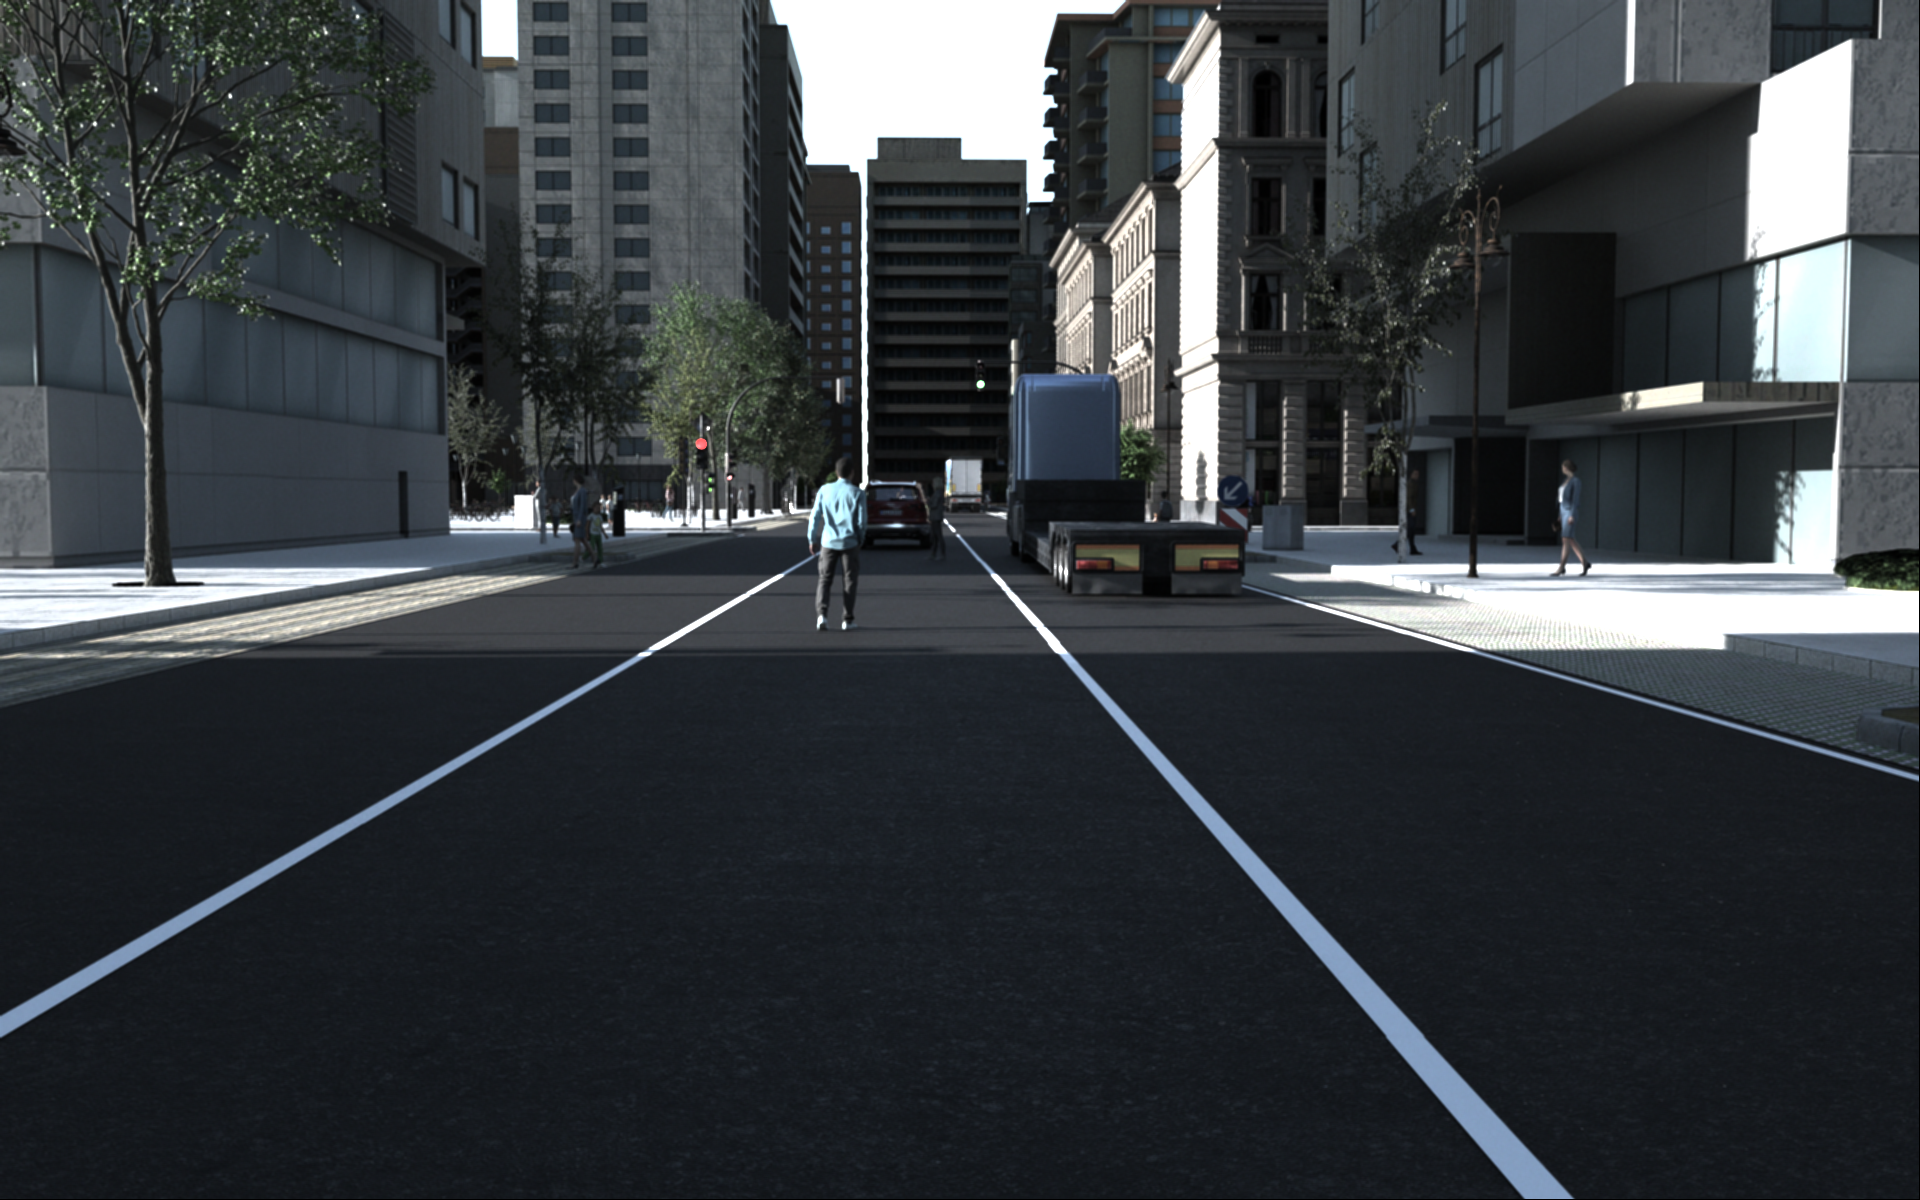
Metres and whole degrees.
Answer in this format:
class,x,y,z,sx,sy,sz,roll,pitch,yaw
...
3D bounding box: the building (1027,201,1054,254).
class,x,y,z,sx,sy,sz,roll,pitch,yaw
building,15.992,-33.700,234.586,14.086,41.232,14.154,0,4,-1

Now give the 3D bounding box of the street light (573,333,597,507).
class,x,y,z,sx,sy,sz,roll,pitch,yaw
street light,-10.747,-4.710,49.795,0.468,5.910,1.993,0,4,-1

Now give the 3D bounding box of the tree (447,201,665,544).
class,x,y,z,sx,sy,sz,roll,pitch,yaw
tree,-10.520,-5.752,44.413,4.360,8.622,3.978,0,3,0

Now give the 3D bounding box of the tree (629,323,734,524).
class,x,y,z,sx,sy,sz,roll,pitch,yaw
tree,-11.829,-7.563,74.010,4.737,8.622,4.395,0,3,0

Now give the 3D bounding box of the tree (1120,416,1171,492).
class,x,y,z,sx,sy,sz,roll,pitch,yaw
tree,7.237,-5.460,72.988,4.285,4.588,4.351,0,3,0

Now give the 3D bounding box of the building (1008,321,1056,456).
class,x,y,z,sx,sy,sz,roll,pitch,yaw
building,19.815,-20.982,188.091,27.650,21.520,28.899,0,4,-1

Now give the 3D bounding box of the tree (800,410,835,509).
class,x,y,z,sx,sy,sz,roll,pitch,yaw
tree,-12.769,-11.957,145.856,4.737,8.622,4.395,0,3,0

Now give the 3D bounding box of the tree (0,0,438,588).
class,x,y,z,sx,sy,sz,roll,pitch,yaw
tree,-11.334,-5.994,23.763,9.928,11.665,9.643,0,3,0

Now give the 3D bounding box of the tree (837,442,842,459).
class,x,y,z,sx,sy,sz,roll,pitch,yaw
tree,-14.872,-14.668,190.186,4.360,8.622,3.978,0,3,0

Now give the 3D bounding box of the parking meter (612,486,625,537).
class,x,y,z,sx,sy,sz,roll,pitch,yaw
parking meter,-10.320,-2.688,52.352,0.372,1.533,0.369,0,3,0

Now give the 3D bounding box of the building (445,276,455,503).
class,x,y,z,sx,sy,sz,roll,pitch,yaw
building,-71.495,-30.977,198.355,23.993,40.220,32.217,0,4,-1

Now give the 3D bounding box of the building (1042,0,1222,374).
class,x,y,z,sx,sy,sz,roll,pitch,yaw
building,18.955,-30.820,158.526,22.147,44.769,28.867,0,4,-1

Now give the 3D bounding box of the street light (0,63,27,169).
class,x,y,z,sx,sy,sz,roll,pitch,yaw
street light,-9.859,-2.719,17.245,0.468,5.910,1.993,0,4,-1

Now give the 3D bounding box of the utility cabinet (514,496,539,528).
class,x,y,z,sx,sy,sz,roll,pitch,yaw
utility cabinet,-16.576,-3.370,66.269,1.020,1.237,0.306,2,4,34

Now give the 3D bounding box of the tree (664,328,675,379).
class,x,y,z,sx,sy,sz,roll,pitch,yaw
tree,-11.306,-6.380,54.682,4.360,8.622,3.978,0,3,0

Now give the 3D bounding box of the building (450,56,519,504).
class,x,y,z,sx,sy,sz,roll,pitch,yaw
building,-70.611,-42.475,236.466,28.212,58.520,21.231,0,4,-1

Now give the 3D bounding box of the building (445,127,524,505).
class,x,y,z,sx,sy,sz,roll,pitch,yaw
building,-52.593,-34.065,207.077,14.200,45.320,14.600,0,4,-1

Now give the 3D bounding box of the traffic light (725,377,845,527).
class,x,y,z,sx,sy,sz,roll,pitch,yaw
traffic light,-6.844,-5.654,67.111,4.771,5.953,1.251,0,4,-1

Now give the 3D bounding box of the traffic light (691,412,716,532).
class,x,y,z,sx,sy,sz,roll,pitch,yaw
traffic light,-8.755,-4.289,59.046,0.839,4.253,0.868,0,4,-1

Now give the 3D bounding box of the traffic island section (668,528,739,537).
class,x,y,z,sx,sy,sz,roll,pitch,yaw
traffic island section,-8.795,-2.257,59.180,2.009,0.180,2.903,0,4,-1

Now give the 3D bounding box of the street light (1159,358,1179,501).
class,x,y,z,sx,sy,sz,roll,pitch,yaw
street light,7.091,-5.268,58.919,0.468,5.910,1.993,0,4,-1

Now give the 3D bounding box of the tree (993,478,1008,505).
class,x,y,z,sx,sy,sz,roll,pitch,yaw
tree,4.741,-12.827,204.328,1.663,3.219,1.824,0,3,0

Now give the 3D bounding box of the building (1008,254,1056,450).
class,x,y,z,sx,sy,sz,roll,pitch,yaw
building,12.788,-26.791,209.727,14.160,30.474,14.107,0,4,-1

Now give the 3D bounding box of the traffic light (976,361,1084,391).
class,x,y,z,sx,sy,sz,roll,pitch,yaw
traffic light,2.913,-5.169,59.181,4.771,5.953,1.251,0,4,-1

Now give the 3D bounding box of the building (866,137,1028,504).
class,x,y,z,sx,sy,sz,roll,pitch,yaw
building,-1.940,-37.580,238.136,21.600,48.544,21.300,0,4,-1

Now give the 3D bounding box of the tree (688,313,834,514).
class,x,y,z,sx,sy,sz,roll,pitch,yaw
tree,-12.348,-11.775,109.536,9.611,12.733,9.660,0,3,0

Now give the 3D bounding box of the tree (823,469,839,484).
class,x,y,z,sx,sy,sz,roll,pitch,yaw
tree,-15.655,-14.393,219.035,4.285,4.588,4.351,0,3,0

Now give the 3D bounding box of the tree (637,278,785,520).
class,x,y,z,sx,sy,sz,roll,pitch,yaw
tree,-12.095,-9.704,84.409,9.928,11.665,9.643,0,3,0

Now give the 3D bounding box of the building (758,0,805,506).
class,x,y,z,sx,sy,sz,roll,pitch,yaw
building,-26.963,-33.596,172.989,21.300,48.544,21.600,0,4,-1

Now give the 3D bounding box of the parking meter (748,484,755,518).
class,x,y,z,sx,sy,sz,roll,pitch,yaw
parking meter,-11.398,-5.449,94.810,0.399,1.863,0.255,0,4,-4

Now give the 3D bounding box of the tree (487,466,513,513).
class,x,y,z,sx,sy,sz,roll,pitch,yaw
tree,-31.765,-7.674,120.070,1.663,3.219,1.824,0,3,0

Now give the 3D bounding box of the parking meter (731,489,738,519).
class,x,y,z,sx,sy,sz,roll,pitch,yaw
parking meter,-11.527,-4.882,88.235,0.372,1.533,0.369,0,3,0

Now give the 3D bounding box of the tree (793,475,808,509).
class,x,y,z,sx,sy,sz,roll,pitch,yaw
tree,-14.265,-9.767,154.294,1.663,3.219,1.824,0,3,0

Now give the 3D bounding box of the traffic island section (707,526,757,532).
class,x,y,z,sx,sy,sz,roll,pitch,yaw
traffic island section,-8.974,-2.745,67.163,2.009,0.180,2.903,0,4,-1

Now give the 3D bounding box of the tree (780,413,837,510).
class,x,y,z,sx,sy,sz,roll,pitch,yaw
tree,-12.849,-11.393,136.644,4.360,8.622,3.978,0,3,0

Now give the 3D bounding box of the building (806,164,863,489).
class,x,y,z,sx,sy,sz,roll,pitch,yaw
building,-20.429,-35.711,233.987,14.200,45.320,14.600,0,4,-1

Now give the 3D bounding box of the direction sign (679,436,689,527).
class,x,y,z,sx,sy,sz,roll,pitch,yaw
direction sign,-10.890,-4.668,68.324,0.379,3.537,0.876,1,4,13

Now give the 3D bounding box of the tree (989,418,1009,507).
class,x,y,z,sx,sy,sz,roll,pitch,yaw
tree,4.767,-13.223,166.555,4.360,8.622,3.978,0,3,0

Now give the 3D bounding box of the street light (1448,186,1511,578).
class,x,y,z,sx,sy,sz,roll,pitch,yaw
street light,7.859,-3.277,26.366,0.468,5.910,1.993,0,4,-1

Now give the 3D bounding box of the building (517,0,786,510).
class,x,y,z,sx,sy,sz,roll,pitch,yaw
building,-25.995,-43.608,151.248,20.563,71.187,20.611,0,4,-1

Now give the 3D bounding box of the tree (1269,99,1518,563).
class,x,y,z,sx,sy,sz,roll,pitch,yaw
tree,7.960,-4.988,31.911,4.360,8.622,3.978,0,3,0
